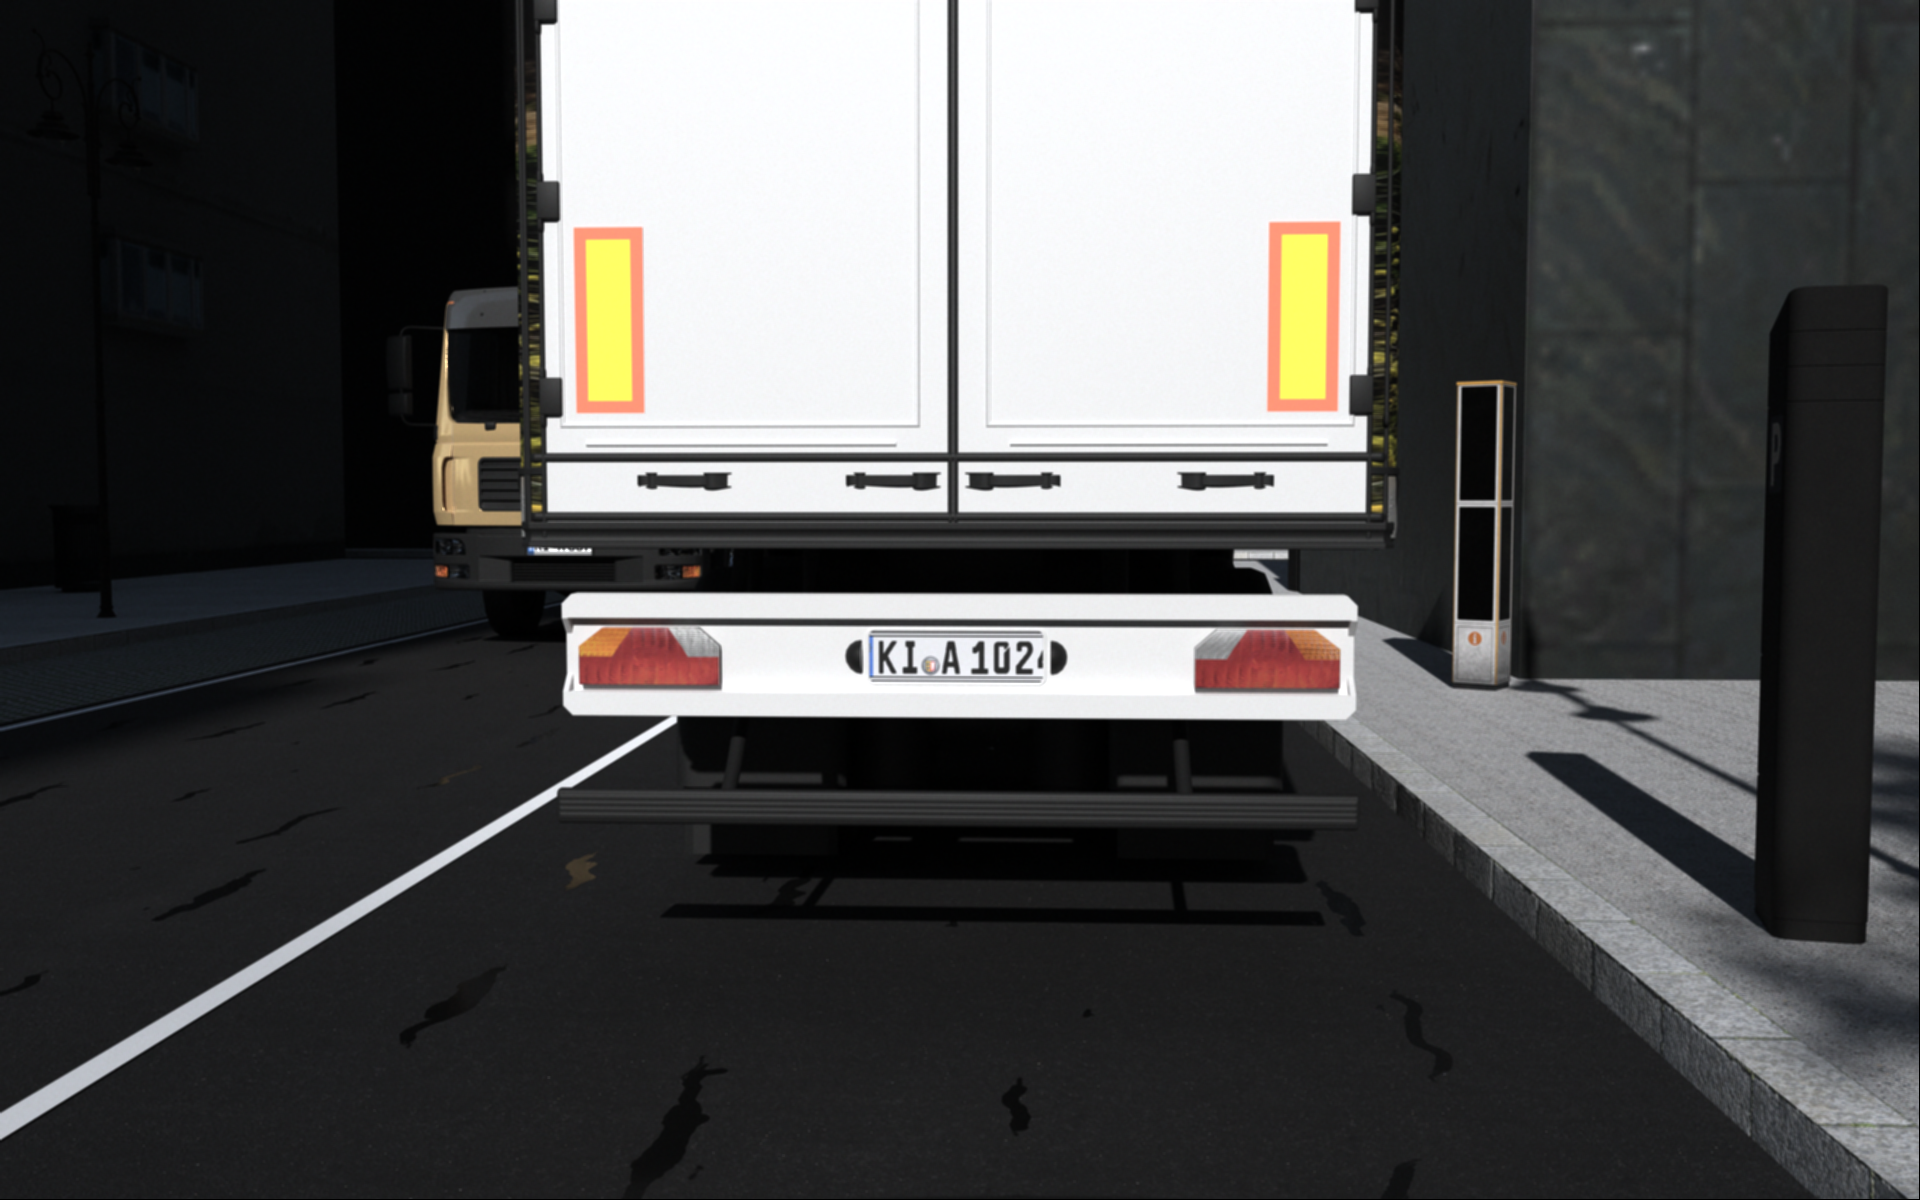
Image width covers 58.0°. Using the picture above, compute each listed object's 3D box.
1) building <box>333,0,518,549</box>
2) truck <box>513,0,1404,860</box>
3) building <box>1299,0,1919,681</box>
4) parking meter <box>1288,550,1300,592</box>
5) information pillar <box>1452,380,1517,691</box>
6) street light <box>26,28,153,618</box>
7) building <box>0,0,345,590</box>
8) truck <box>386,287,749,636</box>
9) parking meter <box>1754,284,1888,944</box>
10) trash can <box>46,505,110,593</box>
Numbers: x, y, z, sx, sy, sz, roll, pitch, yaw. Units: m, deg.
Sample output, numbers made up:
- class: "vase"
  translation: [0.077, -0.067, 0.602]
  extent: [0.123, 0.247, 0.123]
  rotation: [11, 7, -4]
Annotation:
- class: "building"
  translation: [-13.914, -13.346, 47.892]
  extent: [12.332, 23.373, 15.834]
  rotation: [0, 4, 3]
- class: "truck"
  translation: [0.258, -1.306, 10.261]
  extent: [2.839, 4.237, 11.283]
  rotation: [0, 4, 3]
- class: "building"
  translation: [14.772, -42.273, 3.831]
  extent: [22.319, 86.520, 31.000]
  rotation: [0, 4, 3]
- class: "parking meter"
  translation: [4.518, -1.052, 22.913]
  extent: [0.255, 1.863, 0.399]
  rotation: [0, 4, -6]
- class: "information pillar"
  translation: [3.454, -0.424, 11.417]
  extent: [0.304, 2.012, 0.304]
  rotation: [2, 4, 35]
- class: "street light"
  translation: [-8.885, -2.756, 17.856]
  extent: [0.468, 5.910, 1.993]
  rotation: [0, 4, 3]
- class: "building"
  translation: [-23.253, -24.416, 22.901]
  extent: [21.600, 48.544, 21.300]
  rotation: [0, 4, 3]
- class: "truck"
  translation: [-3.340, -1.447, 19.590]
  extent: [3.469, 3.379, 9.791]
  rotation: [0, 4, 4]
- class: "parking meter"
  translation: [2.519, 0.038, 5.088]
  extent: [0.255, 1.863, 0.399]
  rotation: [1, 4, 16]
- class: "trash can"
  translation: [-11.550, -0.677, 22.725]
  extent: [0.748, 1.137, 0.748]
  rotation: [0, 3, 0]
